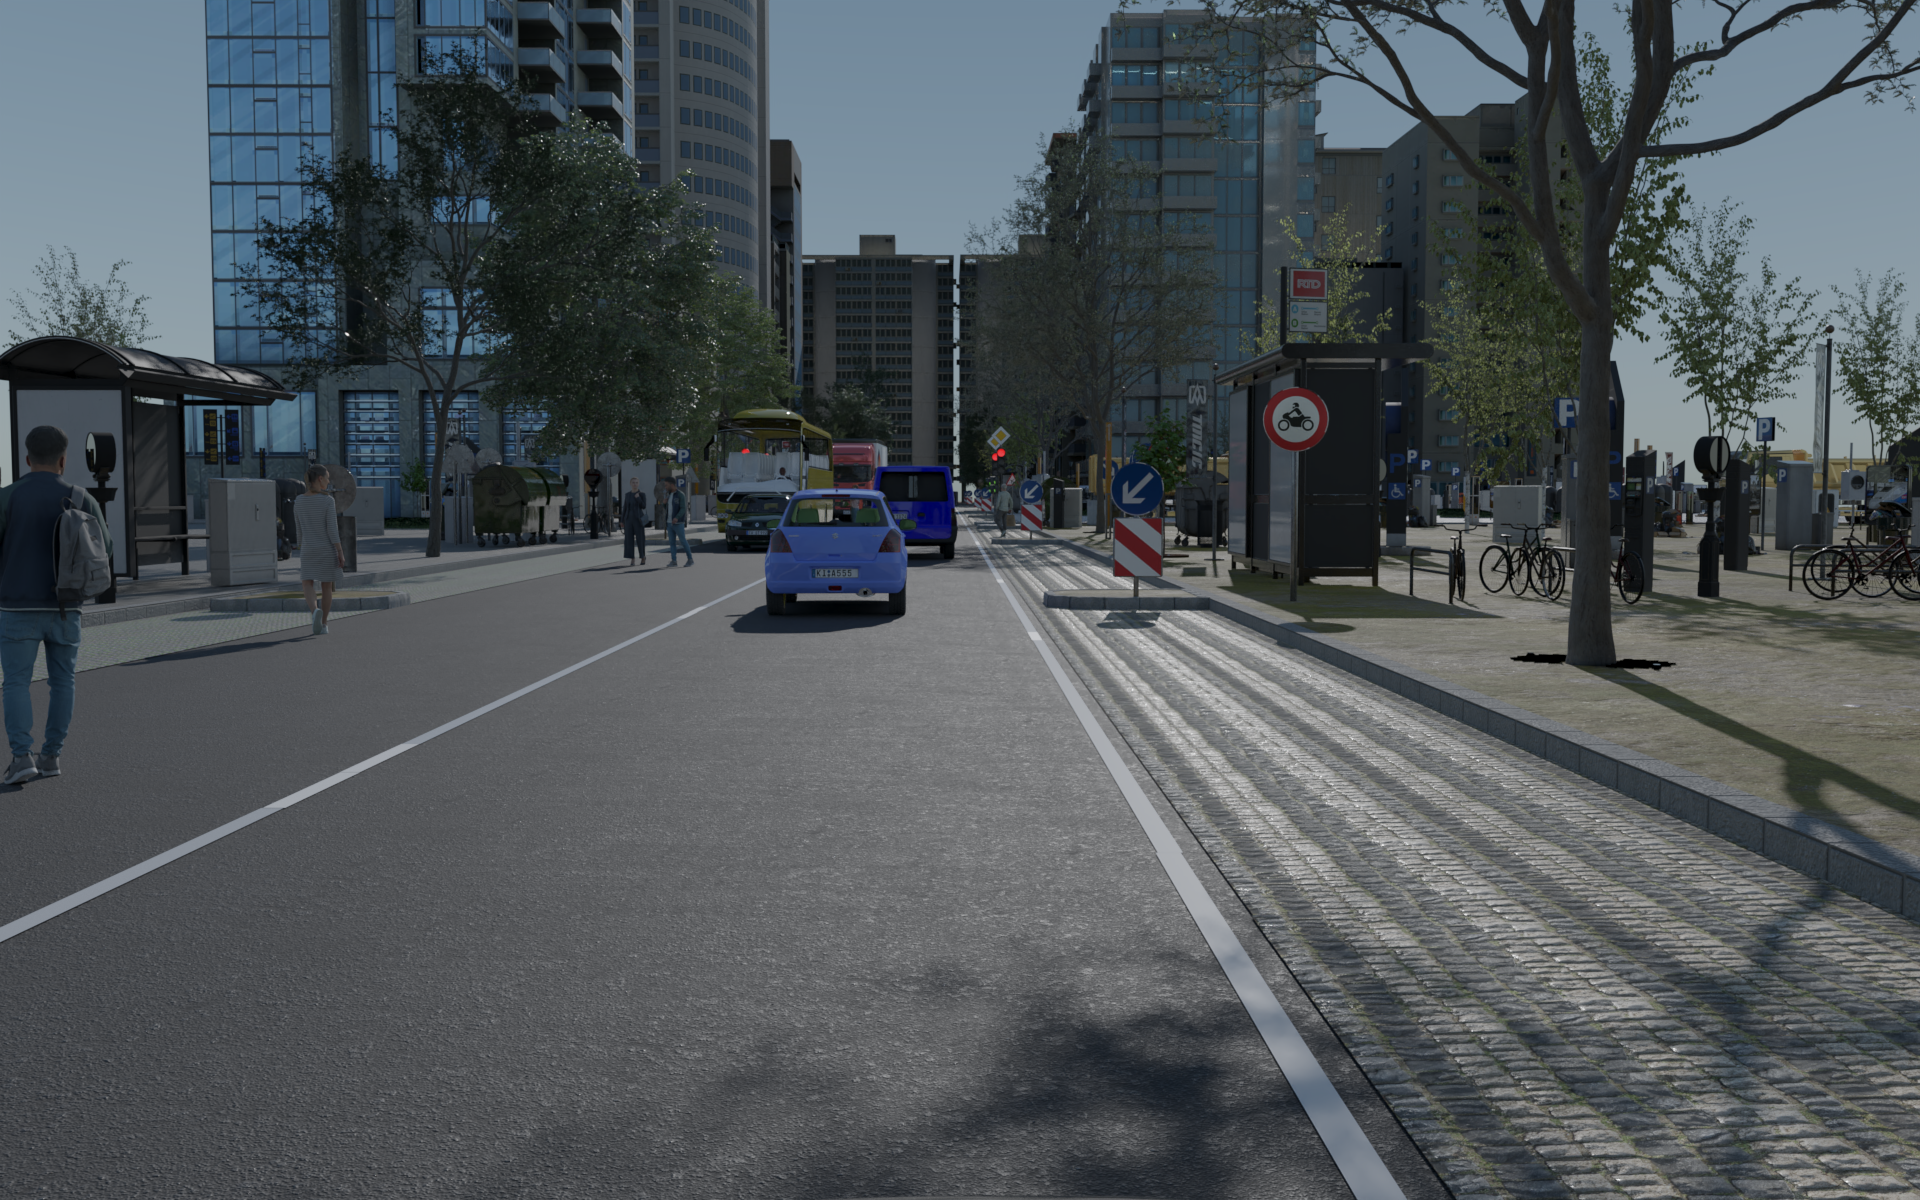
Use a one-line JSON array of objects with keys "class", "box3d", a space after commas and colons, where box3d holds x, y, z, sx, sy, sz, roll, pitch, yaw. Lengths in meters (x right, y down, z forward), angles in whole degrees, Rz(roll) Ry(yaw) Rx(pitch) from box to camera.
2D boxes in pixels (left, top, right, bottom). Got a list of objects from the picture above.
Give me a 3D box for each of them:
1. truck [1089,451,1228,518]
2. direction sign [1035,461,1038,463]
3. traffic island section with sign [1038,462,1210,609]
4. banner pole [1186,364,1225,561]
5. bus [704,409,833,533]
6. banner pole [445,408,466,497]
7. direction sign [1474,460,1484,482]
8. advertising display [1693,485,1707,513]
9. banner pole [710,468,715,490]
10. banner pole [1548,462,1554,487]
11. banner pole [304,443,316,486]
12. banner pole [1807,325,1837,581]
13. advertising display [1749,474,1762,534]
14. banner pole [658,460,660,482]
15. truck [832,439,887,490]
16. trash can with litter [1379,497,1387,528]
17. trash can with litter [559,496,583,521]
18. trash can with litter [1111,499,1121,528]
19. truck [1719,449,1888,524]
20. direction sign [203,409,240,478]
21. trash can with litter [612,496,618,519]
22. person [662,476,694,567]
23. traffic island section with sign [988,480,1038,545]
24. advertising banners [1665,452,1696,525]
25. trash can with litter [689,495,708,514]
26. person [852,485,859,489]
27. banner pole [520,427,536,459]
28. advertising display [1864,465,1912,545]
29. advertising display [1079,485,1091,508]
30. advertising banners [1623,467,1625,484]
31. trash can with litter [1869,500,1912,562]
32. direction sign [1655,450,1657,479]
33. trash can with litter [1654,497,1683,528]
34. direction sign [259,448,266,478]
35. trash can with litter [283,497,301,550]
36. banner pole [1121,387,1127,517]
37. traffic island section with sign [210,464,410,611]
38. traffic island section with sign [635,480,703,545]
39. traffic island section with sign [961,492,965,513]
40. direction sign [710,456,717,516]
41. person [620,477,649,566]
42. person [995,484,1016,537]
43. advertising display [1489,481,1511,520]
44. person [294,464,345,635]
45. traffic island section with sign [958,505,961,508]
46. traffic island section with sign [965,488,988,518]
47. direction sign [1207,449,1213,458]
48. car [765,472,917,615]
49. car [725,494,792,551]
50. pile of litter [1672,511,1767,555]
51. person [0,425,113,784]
[{"class": "truck", "box3d": [10.546, -4.852, 75.255, 9.791, 3.379, 3.469, 0, 4, 2]}, {"class": "direction sign", "box3d": [5.273, -7.828, 119.989, 0.379, 3.537, 0.876, 1, 4, 19]}, {"class": "traffic island section with sign", "box3d": [2.092, -0.836, 22.296, 1.989, 1.847, 2.006, 0, 4, 0]}, {"class": "banner pole", "box3d": [4.698, -2.647, 33.296, 0.863, 3.779, 0.401, -1, 4, -20]}, {"class": "bus", "box3d": [-5.617, -3.803, 53.730, 2.896, 3.916, 12.252, 0, 4, 0]}, {"class": "banner pole", "box3d": [-14.567, -3.683, 50.229, 0.863, 3.779, 0.401, -3, 5, -43]}, {"class": "direction sign", "box3d": [34.926, -7.621, 116.598, 0.876, 3.537, 0.379, -2, 4, -33]}, {"class": "advertising display", "box3d": [50.306, -6.888, 117.827, 0.974, 1.923, 0.123, 0, 4, -2]}, {"class": "banner pole", "box3d": [-19.238, -8.905, 135.610, 0.863, 3.779, 0.401, 1, 4, 18]}, {"class": "banner pole", "box3d": [46.461, -8.949, 136.336, 0.401, 3.779, 0.863, -1, 4, -15]}, {"class": "banner pole", "box3d": [-31.788, -5.789, 84.670, 0.401, 3.779, 0.863, 2, 4, 34]}, {"class": "banner pole", "box3d": [12.708, -2.173, 25.549, 0.401, 3.779, 0.863, 3, 5, 42]}, {"class": "advertising display", "box3d": [25.263, -3.092, 55.773, 0.974, 1.923, 0.123, 1, 4, 10]}, {"class": "banner pole", "box3d": [-14.621, -5.638, 82.199, 0.863, 3.779, 0.401, -1, 4, -21]}, {"class": "truck", "box3d": [-5.358, -6.185, 90.037, 2.839, 4.237, 11.283, 0, 4, 1]}, {"class": "trash can with litter", "box3d": [16.023, -3.258, 64.650, 1.055, 1.170, 0.624, -3, 5, -43]}, {"class": "trash can with litter", "box3d": [-19.014, -4.358, 82.303, 2.233, 1.210, 1.678, 0, 4, 6]}, {"class": "trash can with litter", "box3d": [6.077, -3.358, 66.286, 0.624, 1.170, 1.055, -2, 4, -31]}, {"class": "truck", "box3d": [37.716, -4.905, 76.119, 9.791, 3.379, 3.469, 0, 3, 0]}, {"class": "direction sign", "box3d": [-19.723, -3.322, 46.316, 0.876, 3.537, 0.379, -1, 4, -22]}, {"class": "trash can with litter", "box3d": [-18.045, -4.859, 90.835, 0.624, 1.170, 1.055, -2, 4, -34]}, {"class": "person", "box3d": [-5.615, -1.550, 34.190, 0.623, 1.781, 0.721, 2, 4, 31]}, {"class": "traffic island section with sign", "box3d": [1.895, -2.500, 49.508, 1.989, 1.847, 2.006, 0, 4, 0]}, {"class": "advertising banners", "box3d": [30.089, -4.663, 72.423, 2.074, 3.025, 0.090, -2, 4, -32]}, {"class": "trash can with litter", "box3d": [-18.963, -7.045, 126.241, 2.233, 1.210, 1.678, -3, 5, -43]}, {"class": "person", "box3d": [-3.539, -3.098, 59.743, 0.643, 1.750, 0.593, 0, 4, 2]}, {"class": "banner pole", "box3d": [-16.193, -4.566, 64.669, 0.863, 3.779, 0.401, 1, 4, 11]}, {"class": "advertising display", "box3d": [20.597, -2.033, 38.460, 0.123, 1.923, 0.974, -2, 4, -33]}, {"class": "advertising display", "box3d": [8.910, -7.247, 123.706, 0.974, 1.923, 0.123, 2, 4, 30]}, {"class": "advertising banners", "box3d": [43.336, -7.053, 111.498, 2.074, 3.025, 0.090, 1, 4, 14]}, {"class": "trash can with litter", "box3d": [17.800, -1.304, 32.711, 1.055, 1.170, 0.624, -1, 4, -16]}, {"class": "direction sign", "box3d": [35.393, -5.930, 88.947, 0.876, 3.537, 0.379, -1, 4, -19]}, {"class": "trash can with litter", "box3d": [25.837, -3.175, 63.297, 1.055, 1.170, 0.624, 0, 4, -7]}, {"class": "direction sign", "box3d": [-34.142, -5.679, 84.841, 0.379, 3.537, 0.876, 0, 4, -6]}, {"class": "trash can with litter", "box3d": [-15.776, -1.767, 39.946, 1.678, 1.210, 2.233, 2, 4, 34]}, {"class": "banner pole", "box3d": [3.839, -3.088, 40.503, 0.401, 3.779, 0.863, 0, 4, -1]}, {"class": "traffic island section with sign", "box3d": [-8.113, -0.814, 21.936, 1.989, 1.847, 2.006, 0, 4, 0]}, {"class": "traffic island section with sign", "box3d": [-8.335, -2.463, 48.891, 1.989, 1.847, 2.006, 0, 4, 0]}, {"class": "traffic island section with sign", "box3d": [1.262, -7.560, 132.238, 1.989, 1.847, 2.006, 0, 4, 0]}, {"class": "direction sign", "box3d": [-14.309, -6.759, 102.503, 0.876, 3.537, 0.379, -1, 4, -12]}, {"class": "person", "box3d": [-6.556, -1.588, 34.880, 0.576, 1.772, 0.534, 0, 4, -7]}, {"class": "person", "box3d": [1.539, -2.998, 58.010, 0.782, 1.767, 0.515, -3, 5, -42]}, {"class": "advertising display", "box3d": [26.171, -4.816, 83.959, 0.974, 1.923, 0.123, 3, 4, 36]}, {"class": "person", "box3d": [-6.490, -0.509, 17.567, 0.466, 1.731, 0.760, -2, 4, -27]}, {"class": "traffic island section with sign", "box3d": [0.878, -10.616, 182.205, 1.989, 1.847, 2.006, 0, 4, 0]}, {"class": "traffic island section with sign", "box3d": [1.466, -5.871, 104.625, 1.989, 1.847, 2.006, 0, 4, 0]}, {"class": "direction sign", "box3d": [12.418, -5.787, 86.620, 0.876, 3.537, 0.379, 1, 4, 18]}, {"class": "car", "box3d": [-1.510, -0.750, 21.861, 1.945, 1.707, 3.694, 0, 4, -2]}, {"class": "car", "box3d": [-4.973, -2.134, 44.673, 2.009, 1.686, 4.222, 0, 4, 1]}, {"class": "pile of litter", "box3d": [16.262, -1.405, 36.935, 1.719, 0.858, 1.176, 2, 4, 31]}, {"class": "person", "box3d": [-4.640, 0.005, 8.764, 0.721, 1.781, 0.623, 3, 5, 40]}]
